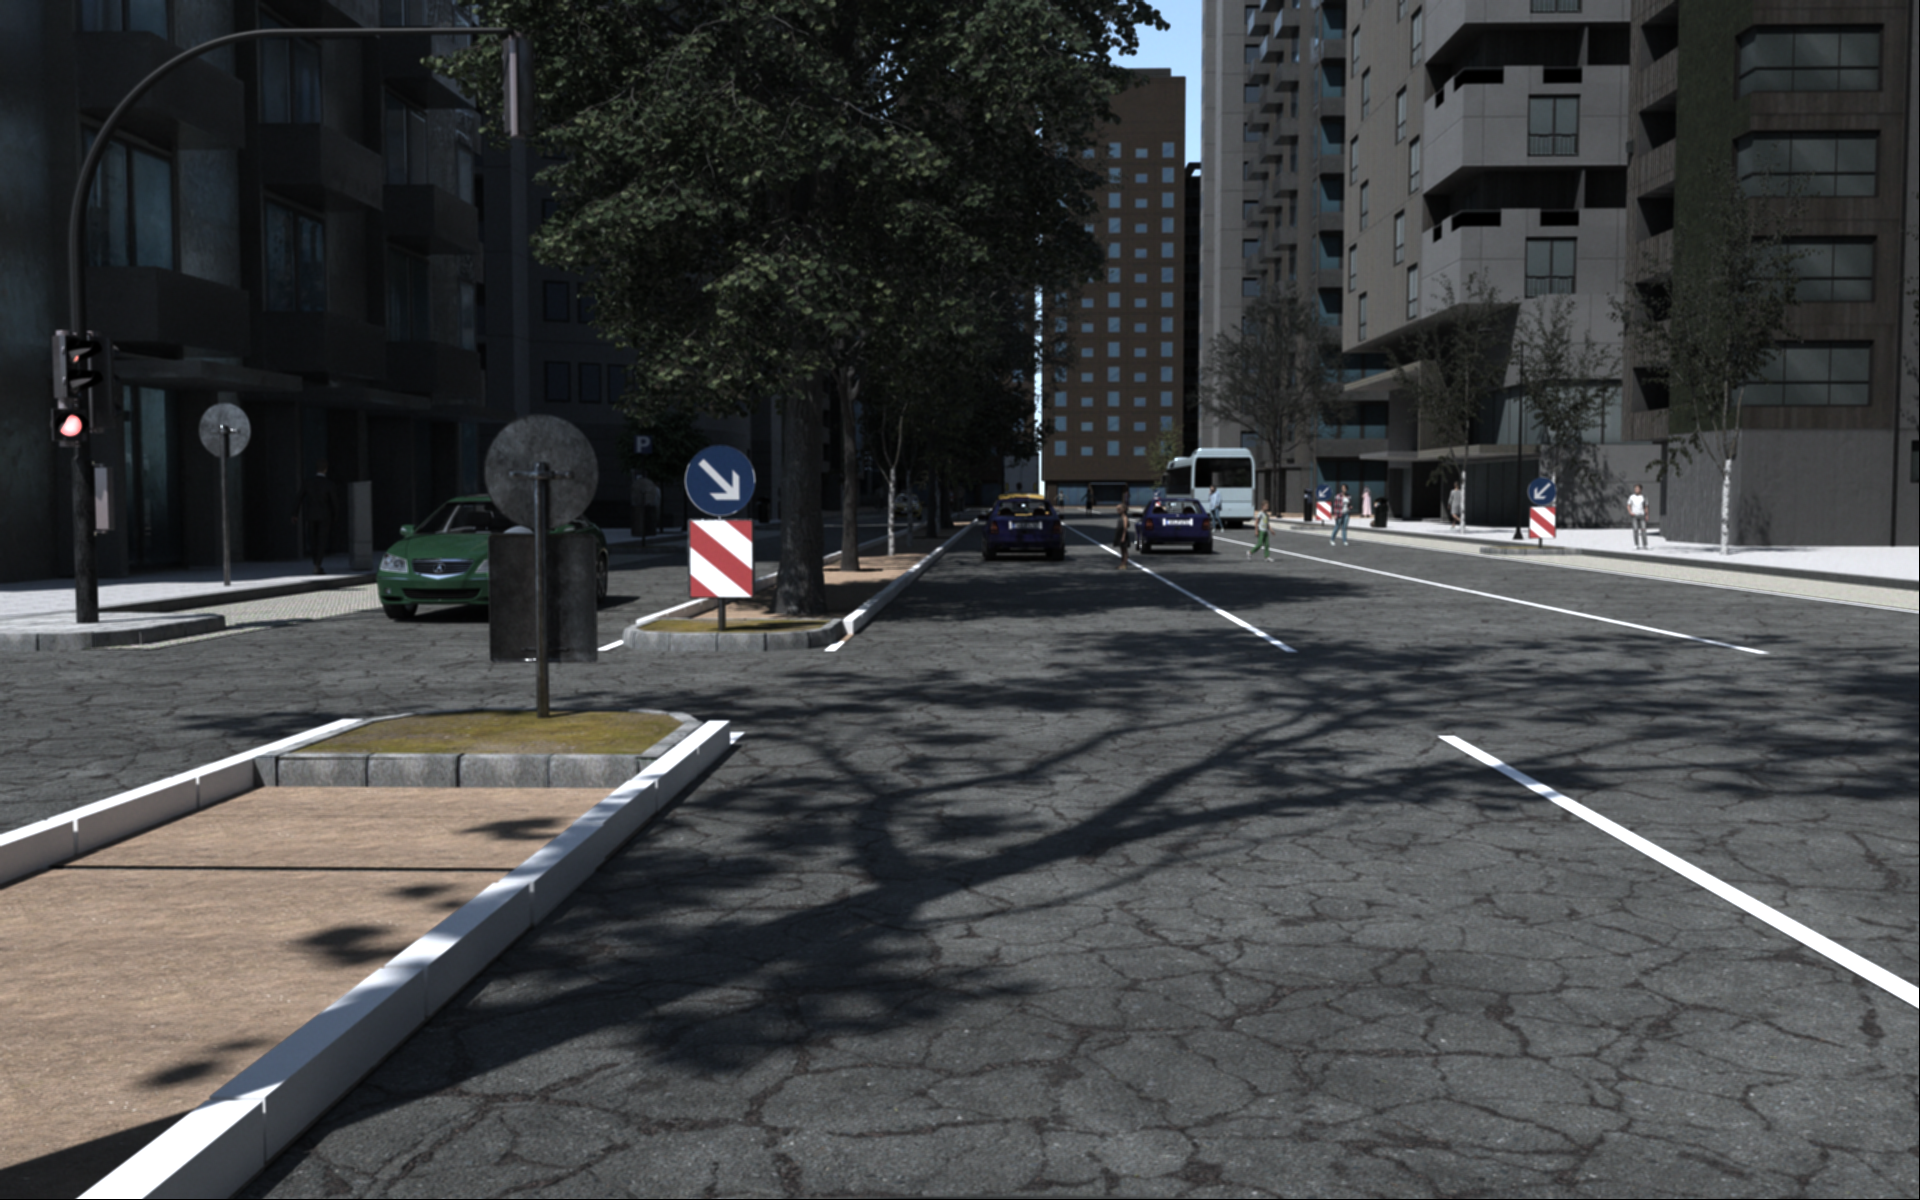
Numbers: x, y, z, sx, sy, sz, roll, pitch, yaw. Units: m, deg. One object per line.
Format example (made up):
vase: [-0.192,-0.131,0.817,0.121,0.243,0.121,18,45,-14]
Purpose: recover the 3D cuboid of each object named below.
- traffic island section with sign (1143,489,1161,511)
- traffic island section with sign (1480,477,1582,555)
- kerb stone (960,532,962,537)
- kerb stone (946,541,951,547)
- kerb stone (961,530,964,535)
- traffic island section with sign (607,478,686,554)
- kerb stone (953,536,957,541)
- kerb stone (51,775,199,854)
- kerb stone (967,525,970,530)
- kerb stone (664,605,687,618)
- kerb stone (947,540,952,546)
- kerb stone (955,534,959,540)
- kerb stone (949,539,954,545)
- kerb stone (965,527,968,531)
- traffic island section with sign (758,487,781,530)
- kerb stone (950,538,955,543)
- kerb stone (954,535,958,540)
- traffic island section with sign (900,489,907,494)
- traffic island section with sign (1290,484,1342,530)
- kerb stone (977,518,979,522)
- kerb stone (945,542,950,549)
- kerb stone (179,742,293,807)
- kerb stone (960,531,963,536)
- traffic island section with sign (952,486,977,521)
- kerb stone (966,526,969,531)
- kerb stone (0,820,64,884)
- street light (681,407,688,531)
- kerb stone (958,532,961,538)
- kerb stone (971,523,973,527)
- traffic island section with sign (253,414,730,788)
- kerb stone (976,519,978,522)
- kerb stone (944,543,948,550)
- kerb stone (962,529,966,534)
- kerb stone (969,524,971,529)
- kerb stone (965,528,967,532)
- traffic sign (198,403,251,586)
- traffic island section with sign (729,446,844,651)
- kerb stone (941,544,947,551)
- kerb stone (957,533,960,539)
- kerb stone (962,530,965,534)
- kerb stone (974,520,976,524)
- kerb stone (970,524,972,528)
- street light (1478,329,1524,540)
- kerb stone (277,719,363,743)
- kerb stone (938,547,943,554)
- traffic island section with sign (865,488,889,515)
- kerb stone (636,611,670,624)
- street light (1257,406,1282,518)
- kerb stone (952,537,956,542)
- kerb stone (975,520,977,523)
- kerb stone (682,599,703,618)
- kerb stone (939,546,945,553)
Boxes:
traffic island section with sign: [16.495,-8.439,146.597,1.989,1.847,2.006,0,4,2]
traffic island section with sign: [13.515,-1.995,41.244,1.989,1.847,2.006,0,4,2]
kerb stone: [-0.085,-2.008,55.022,0.120,0.150,1.000,0,4,2]
kerb stone: [-0.368,-1.373,44.767,0.120,0.150,1.000,0,4,2]
kerb stone: [-0.029,-2.130,57.075,0.120,0.150,1.000,0,4,2]
traffic island section with sign: [-7.700,-2.032,41.851,1.989,1.847,2.006,0,4,2]
kerb stone: [-0.231,-1.694,49.900,0.120,0.150,1.000,0,4,2]
kerb stone: [-3.531,0.908,7.343,0.120,0.150,1.000,0,4,2]
kerb stone: [0.202,-2.634,65.268,0.120,0.150,1.000,0,4,2]
kerb stone: [-3.199,0.186,19.174,0.120,0.150,1.000,0,4,2]
kerb stone: [-0.353,-1.442,45.790,0.120,0.150,1.000,0,4,2]
kerb stone: [-0.168,-1.820,51.950,0.120,0.150,1.000,0,4,2]
kerb stone: [-0.317,-1.503,46.813,0.120,0.150,1.000,0,4,2]
kerb stone: [0.120,-2.446,62.195,0.120,0.150,1.000,0,4,2]
traffic island section with sign: [-6.923,-3.687,68.917,1.989,1.847,2.006,0,4,2]
kerb stone: [-0.292,-1.568,47.835,0.120,0.150,1.000,0,4,2]
kerb stone: [-0.195,-1.757,50.923,0.120,0.150,1.000,0,4,2]
traffic island section with sign: [-4.731,-8.436,146.561,1.989,1.847,2.006,0,4,2]
traffic island section with sign: [14.310,-3.714,69.347,1.989,1.847,2.006,0,4,2]
kerb stone: [0.752,-3.822,84.744,0.120,0.150,1.000,0,4,2]
kerb stone: [-0.403,-1.317,43.743,0.120,0.150,1.000,0,4,2]
kerb stone: [-3.499,0.846,8.365,0.120,0.150,1.000,0,4,2]
kerb stone: [-0.056,-2.069,56.053,0.120,0.150,1.000,0,4,2]
traffic island section with sign: [-0.088,-5.120,91.848,2.006,1.907,1.989,0,4,2]
kerb stone: [0.148,-2.509,63.217,0.120,0.150,1.000,0,4,2]
kerb stone: [-3.559,0.972,6.311,0.120,0.150,1.000,0,4,2]
street light: [-8.918,-5.317,59.481,1.470,5.913,1.316,0,4,2]
kerb stone: [-0.112,-1.945,54.000,0.120,0.150,1.000,0,4,2]
kerb stone: [0.345,-2.948,70.394,0.120,0.150,1.000,0,4,2]
traffic island section with sign: [-2.421,-0.073,9.335,2.006,1.907,1.989,0,4,2]
kerb stone: [0.642,-3.574,80.635,0.120,0.150,1.000,0,4,2]
kerb stone: [-0.436,-1.255,42.721,0.120,0.150,1.000,0,4,2]
kerb stone: [0.036,-2.254,59.119,0.120,0.150,1.000,0,4,2]
kerb stone: [0.268,-2.760,67.320,0.120,0.150,1.000,0,4,2]
kerb stone: [0.088,-2.381,61.170,0.120,0.150,1.000,0,4,2]
traffic sign: [-10.242,-1.469,24.130,0.768,2.556,0.104,0,4,6]
traffic island section with sign: [-2.202,-0.526,16.739,2.006,1.907,1.989,0,4,2]
kerb stone: [-0.460,-1.193,41.698,0.120,0.150,1.000,0,4,2]
kerb stone: [-0.145,-1.880,52.972,0.120,0.150,1.000,0,4,2]
kerb stone: [-0.004,-2.192,58.098,0.120,0.150,1.000,0,4,2]
kerb stone: [0.528,-3.324,76.546,0.120,0.150,1.000,0,4,2]
kerb stone: [0.297,-2.823,68.349,0.120,0.150,1.000,0,4,2]
street light: [15.229,-4.662,48.772,1.470,5.913,1.316,0,4,2]
kerb stone: [-3.477,0.785,9.387,0.120,0.150,1.000,0,4,2]
kerb stone: [-0.520,-1.065,39.648,0.120,0.150,1.000,0,4,2]
traffic island section with sign: [-5.501,-6.770,119.320,1.989,1.847,2.006,0,4,2]
kerb stone: [-3.228,0.248,18.151,0.120,0.150,1.000,0,4,2]
street light: [16.378,-7.283,91.617,1.470,5.913,1.316,0,4,2]
kerb stone: [-0.254,-1.626,48.866,0.120,0.150,1.000,0,4,2]
kerb stone: [0.582,-3.449,78.591,0.120,0.150,1.000,0,4,2]
kerb stone: [-3.172,0.123,20.202,0.120,0.150,1.000,0,4,2]
kerb stone: [-0.493,-1.129,40.676,0.120,0.150,1.000,0,4,2]
